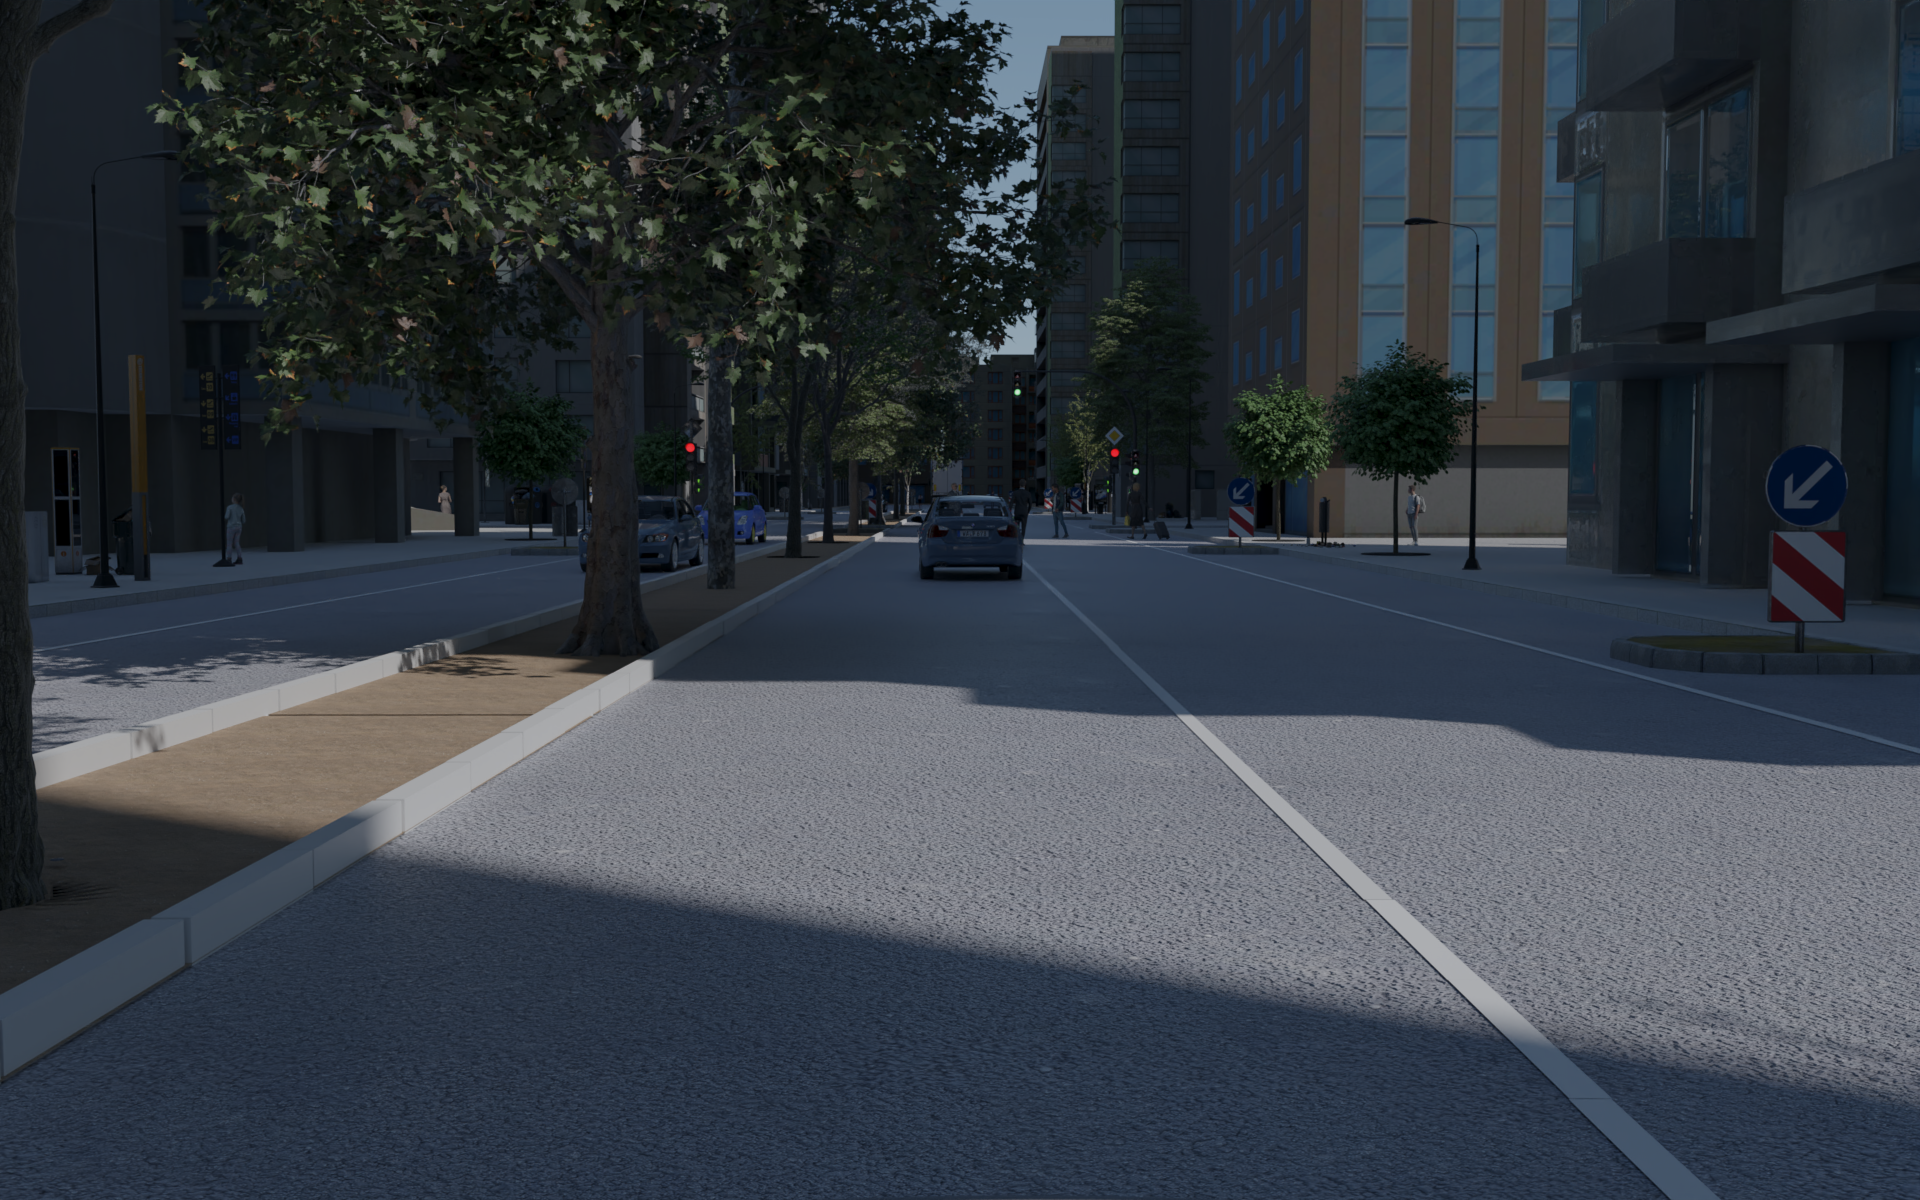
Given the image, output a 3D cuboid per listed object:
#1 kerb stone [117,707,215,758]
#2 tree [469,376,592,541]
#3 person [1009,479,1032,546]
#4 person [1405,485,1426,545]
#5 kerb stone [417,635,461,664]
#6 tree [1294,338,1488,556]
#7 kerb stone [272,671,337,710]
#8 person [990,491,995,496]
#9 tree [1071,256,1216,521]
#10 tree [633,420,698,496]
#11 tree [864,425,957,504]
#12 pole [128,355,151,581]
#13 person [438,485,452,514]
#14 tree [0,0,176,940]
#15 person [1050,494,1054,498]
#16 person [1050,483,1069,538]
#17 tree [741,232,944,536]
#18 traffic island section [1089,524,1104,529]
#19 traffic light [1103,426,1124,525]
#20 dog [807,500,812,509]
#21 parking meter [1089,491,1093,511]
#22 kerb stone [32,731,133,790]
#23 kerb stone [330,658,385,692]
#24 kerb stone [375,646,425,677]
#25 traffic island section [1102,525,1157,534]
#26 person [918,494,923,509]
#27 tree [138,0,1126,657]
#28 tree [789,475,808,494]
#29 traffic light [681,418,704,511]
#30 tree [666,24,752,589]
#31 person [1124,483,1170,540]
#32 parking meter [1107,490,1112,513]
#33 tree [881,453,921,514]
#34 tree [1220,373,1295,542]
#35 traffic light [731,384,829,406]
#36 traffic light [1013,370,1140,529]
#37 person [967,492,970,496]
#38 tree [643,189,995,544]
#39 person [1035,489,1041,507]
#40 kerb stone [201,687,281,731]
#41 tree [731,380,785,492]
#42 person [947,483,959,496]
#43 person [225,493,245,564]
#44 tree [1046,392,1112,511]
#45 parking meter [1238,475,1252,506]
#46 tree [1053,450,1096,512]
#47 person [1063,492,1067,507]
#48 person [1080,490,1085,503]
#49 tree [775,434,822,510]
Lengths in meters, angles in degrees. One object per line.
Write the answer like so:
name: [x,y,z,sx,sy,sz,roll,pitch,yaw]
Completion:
kerb stone: [-4.512,0.757,9.812,0.120,0.150,1.000,0,4,0]
tree: [-11.926,-3.937,48.089,4.285,4.588,4.351,0,3,0]
person: [1.691,-2.450,48.341,0.659,1.850,0.755,0,4,4]
person: [11.399,-2.130,43.458,0.503,1.515,0.523,3,5,39]
kerb stone: [-4.537,0.443,14.955,0.120,0.150,1.000,0,4,0]
tree: [9.287,-3.225,36.437,4.285,4.588,4.351,0,3,0]
kerb stone: [-4.526,0.631,11.874,0.120,0.150,1.000,0,4,0]
person: [2.871,-8.778,152.945,0.541,1.710,0.530,-2,4,-23]
tree: [8.891,-10.088,83.071,7.486,12.596,7.792,0,3,0]
tree: [-13.142,-5.704,76.966,4.285,4.588,4.351,0,3,0]
tree: [-4.035,-11.326,122.057,8.767,10.594,7.601,0,4,0]
pole: [-12.091,-1.937,25.517,0.158,3.312,0.155,0,3,0]
person: [-20.480,-3.683,69.053,0.599,1.781,0.374,-1,4,-12]
tree: [-3.299,-4.731,5.568,9.928,11.665,9.643,0,3,0]
person: [7.966,-8.691,148.945,0.742,1.727,0.445,1,4,9]
person: [3.189,-2.908,56.392,0.721,1.781,0.623,-3,5,-42]
tree: [-3.762,-8.497,59.504,7.486,12.596,7.792,0,3,0]
traffic island section: [6.413,-3.036,71.914,2.009,0.180,2.903,0,4,0]
traffic light: [6.372,-5.069,71.800,0.839,4.253,0.868,0,4,0]
dog: [-12.746,-8.078,146.454,0.513,0.831,0.800,0,4,6]
parking meter: [10.202,-7.747,135.072,0.372,1.533,0.369,0,3,0]
kerb stone: [-4.509,0.820,8.791,0.120,0.150,1.000,0,4,0]
kerb stone: [-4.526,0.570,12.897,0.120,0.150,1.000,0,4,0]
kerb stone: [-4.532,0.506,13.924,0.120,0.150,1.000,0,4,0]
traffic island section: [6.449,-2.547,63.929,2.009,0.180,2.903,0,4,0]
person: [-3.954,-9.787,171.713,0.628,1.438,0.799,-3,5,-39]
tree: [-3.130,-5.867,15.388,9.611,12.733,9.660,0,3,0]
tree: [-13.332,-9.174,144.597,1.663,3.219,1.824,0,3,0]
traffic light: [-9.852,-4.575,63.724,0.839,4.253,0.868,0,4,0]
tree: [-4.816,-10.275,26.342,12.611,20.169,13.585,0,3,0]
person: [5.894,-2.832,55.013,0.699,1.804,1.509,-3,5,-41]
parking meter: [10.216,-6.702,117.982,0.372,1.533,0.369,0,3,0]
tree: [-3.922,-10.769,128.899,4.360,8.622,3.978,0,3,0]
tree: [8.705,-3.882,47.185,4.285,4.588,4.351,0,3,0]
traffic light: [-7.797,-5.938,71.754,4.771,5.953,1.251,0,4,0]
traffic light: [4.318,-5.443,63.664,4.771,5.953,1.251,0,4,0]
person: [1.155,-12.577,214.659,0.721,1.766,1.217,-3,5,-39]
tree: [-3.782,-8.365,49.591,12.009,13.543,11.850,0,3,0]
person: [7.848,-10.378,175.748,0.705,1.821,1.348,-1,4,-19]
kerb stone: [-4.527,0.694,10.852,0.120,0.150,1.000,0,4,0]
tree: [-12.362,-9.165,100.203,4.737,8.622,4.395,0,3,0]
person: [-0.111,-2.973,57.292,0.590,1.801,0.661,3,5,41]
person: [-13.230,-1.296,31.519,0.394,1.301,0.425,1,4,13]
tree: [9.009,-10.349,119.568,4.737,8.622,4.395,0,3,0]
parking meter: [8.907,-2.960,54.100,0.399,1.863,0.255,-3,5,-42]
tree: [8.492,-8.818,127.892,4.285,4.588,4.351,0,3,0]
person: [9.250,-8.749,149.048,1.348,1.831,0.705,2,4,35]
person: [8.212,-6.789,117.134,0.778,1.811,0.616,0,4,8]
tree: [-12.396,-11.314,135.340,4.360,8.622,3.978,0,3,0]
